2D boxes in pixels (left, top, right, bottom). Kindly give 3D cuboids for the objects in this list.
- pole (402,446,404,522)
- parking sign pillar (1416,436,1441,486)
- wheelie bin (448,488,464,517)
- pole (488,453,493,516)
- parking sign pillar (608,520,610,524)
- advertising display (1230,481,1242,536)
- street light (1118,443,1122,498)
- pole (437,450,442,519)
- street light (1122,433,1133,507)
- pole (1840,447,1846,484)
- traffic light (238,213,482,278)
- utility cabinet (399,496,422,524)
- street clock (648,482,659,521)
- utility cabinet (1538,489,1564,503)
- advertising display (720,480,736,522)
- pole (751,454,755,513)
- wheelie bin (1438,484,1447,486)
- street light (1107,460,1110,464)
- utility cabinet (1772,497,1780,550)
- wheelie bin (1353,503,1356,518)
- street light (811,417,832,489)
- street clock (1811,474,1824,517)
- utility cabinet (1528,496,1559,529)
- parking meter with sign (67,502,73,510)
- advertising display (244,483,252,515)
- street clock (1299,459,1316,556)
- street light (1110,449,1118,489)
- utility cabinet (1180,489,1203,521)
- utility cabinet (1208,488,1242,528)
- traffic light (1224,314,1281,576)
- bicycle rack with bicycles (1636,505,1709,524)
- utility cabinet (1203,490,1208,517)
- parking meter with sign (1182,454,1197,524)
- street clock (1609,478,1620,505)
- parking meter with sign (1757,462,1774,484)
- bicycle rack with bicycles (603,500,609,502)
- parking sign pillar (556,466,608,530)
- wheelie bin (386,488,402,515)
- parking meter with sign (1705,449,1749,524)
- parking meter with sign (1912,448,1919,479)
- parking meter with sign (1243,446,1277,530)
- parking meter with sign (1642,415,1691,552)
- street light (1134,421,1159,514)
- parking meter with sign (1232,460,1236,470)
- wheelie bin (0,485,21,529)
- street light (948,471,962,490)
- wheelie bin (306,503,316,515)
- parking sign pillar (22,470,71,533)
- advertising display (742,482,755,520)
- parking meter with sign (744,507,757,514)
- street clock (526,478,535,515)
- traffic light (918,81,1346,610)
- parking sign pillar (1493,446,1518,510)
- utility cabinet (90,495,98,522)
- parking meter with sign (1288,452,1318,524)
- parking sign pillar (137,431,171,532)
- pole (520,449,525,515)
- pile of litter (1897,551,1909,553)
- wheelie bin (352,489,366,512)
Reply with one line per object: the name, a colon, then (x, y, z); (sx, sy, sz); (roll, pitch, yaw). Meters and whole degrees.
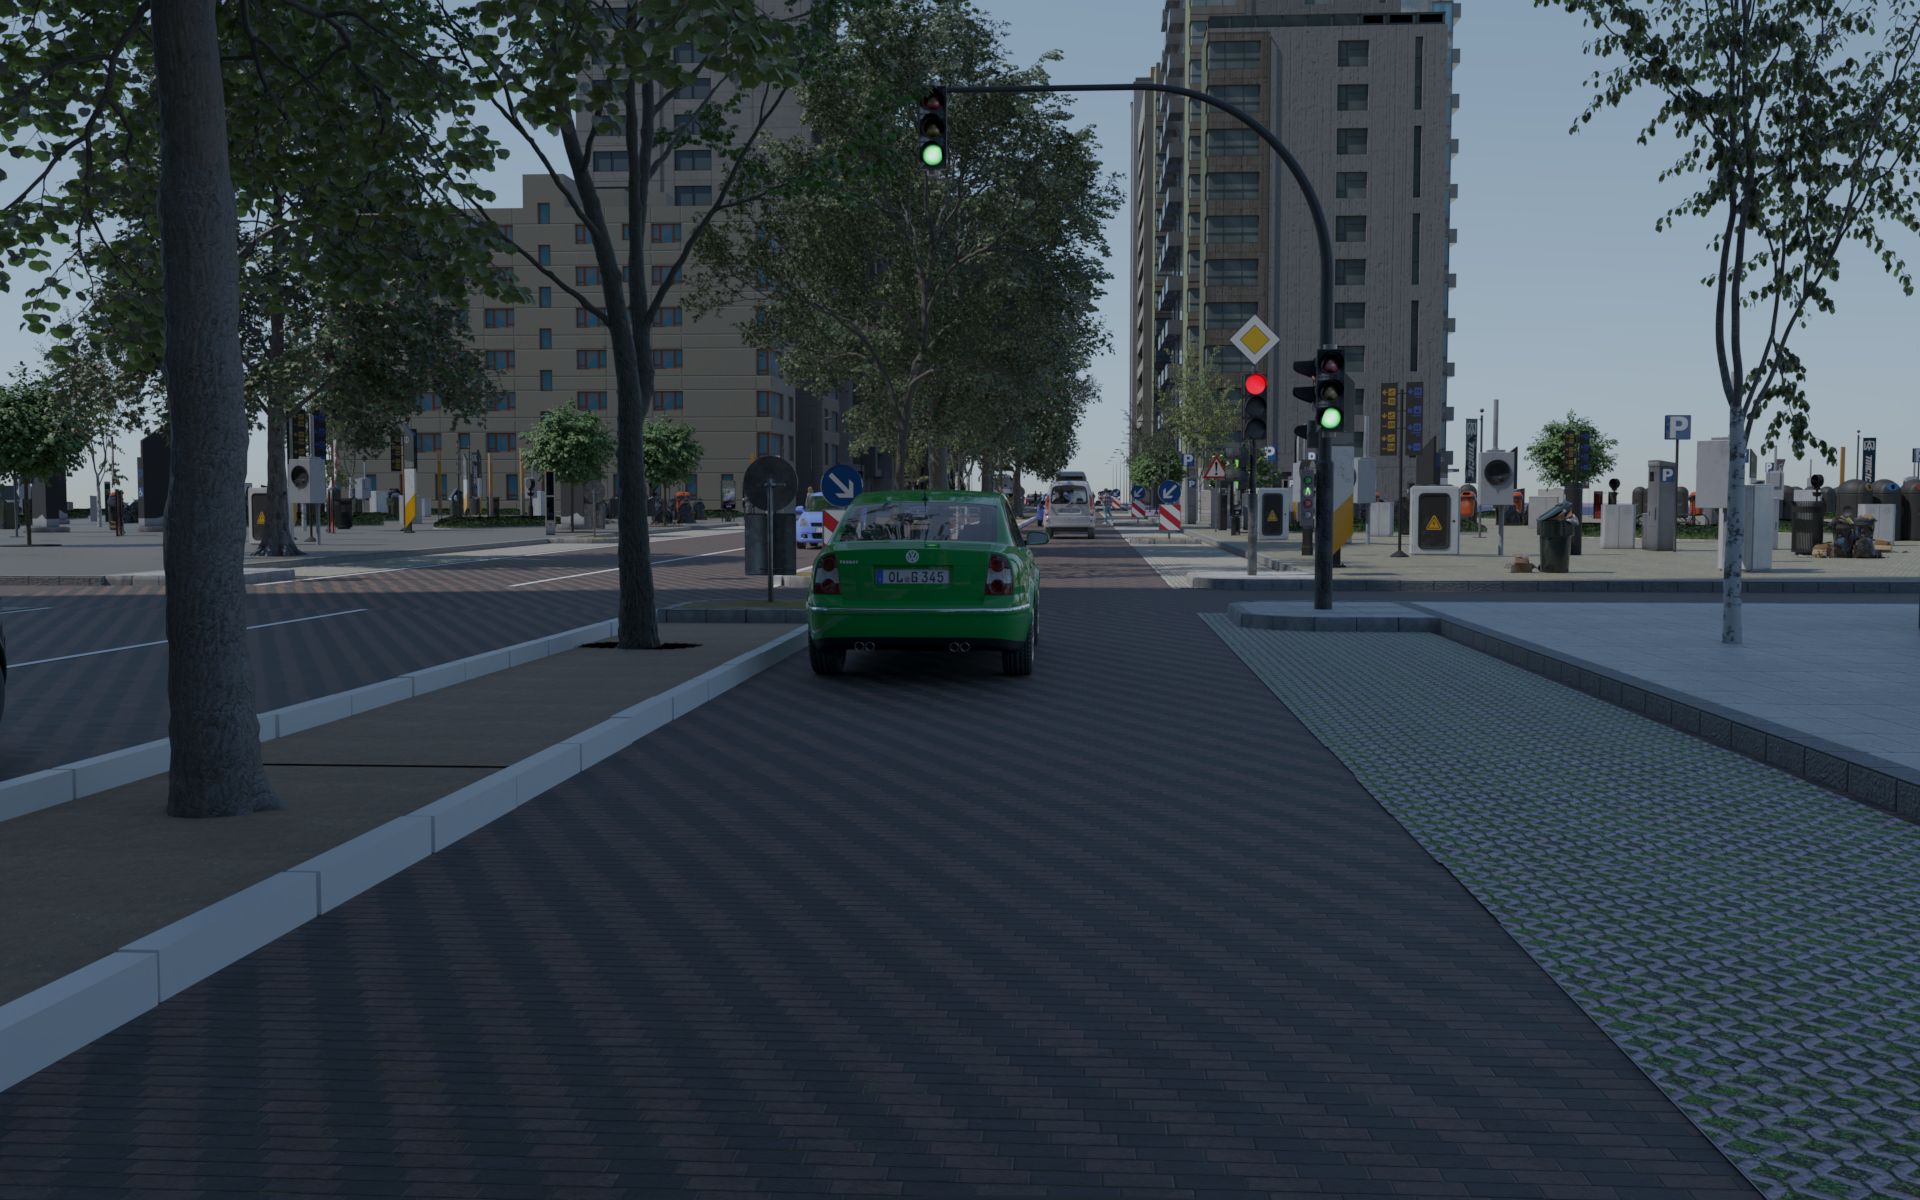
pole: (-23.116, -4.793, 72.204); (0.158, 3.312, 0.155); (0, 3, 0)
parking sign pillar: (21.912, -5.663, 81.059); (1.447, 3.967, 1.447); (-1, 4, -22)
wheelie bin: (-25.683, -4.920, 88.350); (0.693, 1.594, 0.980); (-2, 4, -30)
pole: (-23.433, -5.667, 86.506); (0.158, 3.312, 0.155); (0, 3, 0)
parking sign pillar: (-15.777, -5.252, 74.336); (1.447, 3.967, 1.447); (0, 4, 4)
advertising display: (8.553, -2.965, 53.684); (0.123, 1.923, 0.974); (2, 4, 25)
street light: (15.114, -11.176, 155.272); (1.470, 5.913, 1.316); (0, 4, 4)
pole: (-24.090, -5.280, 80.164); (0.158, 3.312, 0.155); (0, 3, 0)
street light: (13.363, -9.765, 132.205); (1.470, 5.913, 1.316); (0, 4, 4)
pole: (37.993, -4.940, 74.609); (0.158, 3.312, 0.155); (0, 3, 0)
traffic light: (-10.189, -3.277, 28.254); (4.771, 5.953, 1.251); (0, 4, 4)
utility cabinet: (-23.582, -3.865, 74.359); (0.306, 1.237, 1.020); (2, 4, 31)
street clock: (-14.718, -4.813, 83.270); (0.471, 2.002, 0.358); (1, 4, 11)
utility cabinet: (25.844, -4.093, 75.598); (0.318, 1.500, 1.173); (-3, 5, -44)
advertising display: (-10.744, -4.590, 80.260); (0.123, 1.923, 0.974); (2, 4, 31)
pole: (-10.470, -5.736, 87.621); (0.158, 3.312, 0.155); (0, 3, 0)
wheelie bin: (15.334, -2.882, 55.025); (0.693, 1.594, 0.980); (3, 4, 38)
street light: (19.389, -14.855, 215.417); (1.470, 5.913, 1.316); (0, 4, 4)
utility cabinet: (18.731, -1.773, 40.147); (0.306, 1.237, 1.020); (3, 4, 36)
wheelie bin: (18.080, -4.467, 80.939); (0.980, 1.594, 0.693); (-1, 4, -12)
street light: (-8.406, -8.085, 104.730); (1.470, 5.913, 1.316); (0, 4, 4)
street clock: (31.343, -3.596, 63.360); (0.358, 2.002, 0.471); (-1, 4, -8)
utility cabinet: (21.398, -3.201, 63.506); (1.020, 1.237, 0.306); (2, 4, 30)
parking meter with sign: (-50.602, -6.163, 97.031); (1.738, 3.016, 0.543); (0, 4, 6)
advertising display: (-40.776, -5.743, 99.112); (0.123, 1.923, 0.974); (0, 4, 5)
street clock: (7.254, -1.929, 36.107); (0.358, 2.002, 0.471); (2, 4, 33)
street light: (17.636, -13.418, 191.931); (1.470, 5.913, 1.316); (0, 4, 4)
utility cabinet: (11.007, -4.546, 83.003); (0.318, 1.500, 1.173); (-2, 4, -33)
utility cabinet: (9.997, -3.440, 64.925); (1.173, 1.500, 0.318); (3, 4, 38)
traffic light: (4.588, -2.341, 27.199); (0.839, 4.253, 0.868); (0, 4, 4)
bicycle rack with bicycles: (23.418, -2.722, 57.880); (2.925, 0.926, 2.852); (2, 4, 25)
utility cabinet: (13.572, -5.351, 96.160); (1.173, 1.500, 0.318); (3, 5, 44)
parking meter with sign: (9.820, -4.747, 73.871); (0.543, 3.016, 1.738); (0, 4, 0)
street clock: (30.133, -4.600, 79.782); (0.358, 2.002, 0.471); (-2, 4, -30)
parking meter with sign: (43.939, -6.071, 95.518); (1.738, 3.016, 0.543); (-1, 4, -17)
bicycle rack with bicycles: (-21.327, -5.250, 99.211); (2.852, 0.926, 2.925); (-3, 5, -40)
parking sign pillar: (-13.935, -4.550, 62.871); (1.447, 3.967, 1.447); (3, 4, 39)
wheelie bin: (-29.623, -5.067, 90.746); (0.980, 1.594, 0.693); (2, 4, 31)
parking meter with sign: (29.422, -4.298, 66.527); (1.738, 3.016, 0.543); (-2, 4, -24)
parking meter with sign: (36.597, -4.203, 64.986); (0.543, 3.016, 1.738); (-1, 4, -15)
parking meter with sign: (10.684, -4.010, 61.831); (0.543, 3.016, 1.738); (3, 4, 36)
parking meter with sign: (15.835, -2.615, 39.013); (0.543, 3.016, 1.738); (0, 4, 3)
street light: (11.887, -8.373, 109.443); (1.470, 5.913, 1.316); (0, 4, 4)
parking meter with sign: (11.516, -4.359, 67.531); (1.738, 3.016, 0.543); (1, 4, 16)
wheelie bin: (-34.878, -3.387, 63.287); (0.693, 1.594, 0.980); (2, 4, 26)
street light: (-0.850, -14.590, 211.080); (1.470, 5.913, 1.316); (0, 4, 4)
wheelie bin: (-29.045, -4.251, 77.414); (0.980, 1.594, 0.693); (-1, 4, -22)
parking sign pillar: (-30.658, -4.252, 57.993); (1.447, 3.967, 1.447); (3, 5, 44)
advertising display: (-10.415, -4.908, 85.463); (0.123, 1.923, 0.974); (2, 4, 27)
parking meter with sign: (-11.642, -6.335, 99.839); (1.738, 3.016, 0.543); (1, 4, 18)
street clock: (-19.929, -4.638, 80.400); (0.358, 2.002, 0.471); (-3, 5, -44)
traffic light: (1.935, -2.726, 19.238); (4.771, 5.953, 1.251); (0, 4, 4)
parking sign pillar: (30.728, -6.674, 97.588); (1.447, 3.967, 1.447); (-1, 4, -18)
utility cabinet: (-40.708, -4.297, 81.425); (0.306, 1.237, 1.020); (-2, 4, -24)
parking meter with sign: (13.790, -4.564, 70.890); (1.738, 3.016, 0.543); (-2, 4, -31)
parking sign pillar: (-27.341, -4.320, 59.106); (1.447, 3.967, 1.447); (3, 4, 38)
pole: (-19.871, -5.186, 78.633); (0.158, 3.312, 0.155); (0, 3, 0)
pile of litter: (20.023, -1.482, 38.192); (1.719, 0.858, 1.176); (2, 4, 33)
wheelie bin: (-34.923, -5.651, 100.298); (0.693, 1.594, 0.980); (3, 4, 39)
